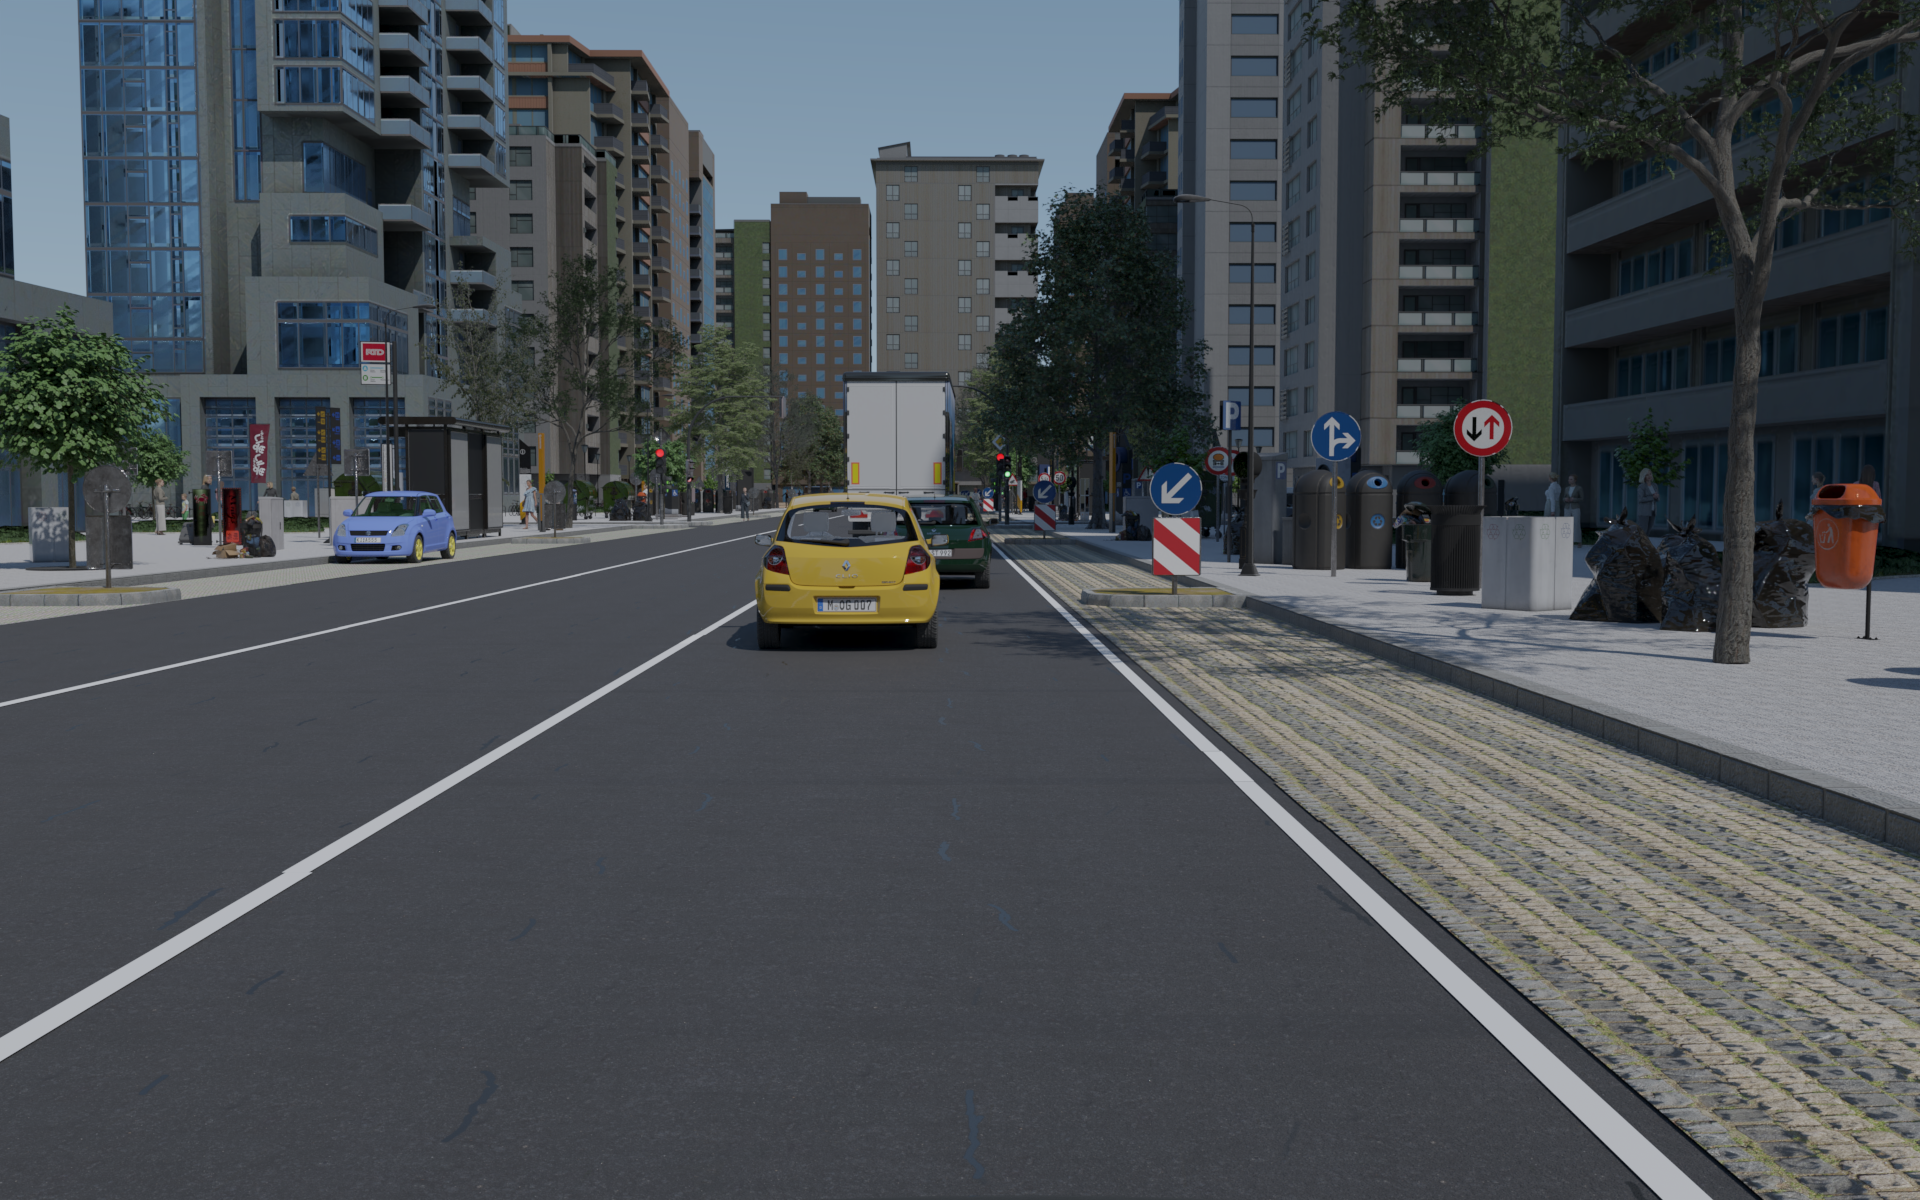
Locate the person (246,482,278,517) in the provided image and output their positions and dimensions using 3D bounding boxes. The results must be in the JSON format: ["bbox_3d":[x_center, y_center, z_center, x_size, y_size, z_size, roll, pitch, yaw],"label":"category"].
[{"bbox_3d":[-28.898,-4.010,71.823,1.509,1.804,0.699,2,4,24],"label":"person"}]

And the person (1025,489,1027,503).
[{"bbox_3d":[8.147,-12.761,214.314,0.705,1.869,1.348,1,4,11],"label":"person"}]

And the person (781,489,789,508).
[{"bbox_3d":[-16.108,-9.421,160.900,1.217,1.723,0.721,2,4,25],"label":"person"}]

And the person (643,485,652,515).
[{"bbox_3d":[-16.591,-5.222,91.640,0.641,1.798,0.478,-3,4,-36],"label":"person"}]

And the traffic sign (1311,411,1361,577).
[{"bbox_3d":[5.797,-1.633,26.798,0.768,2.556,0.104,0,4,3],"label":"traffic sign"}]

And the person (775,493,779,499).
[{"bbox_3d":[-18.386,-10.120,172.980,0.415,1.643,0.593,3,5,43],"label":"person"}]

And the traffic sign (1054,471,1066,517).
[{"bbox_3d":[5.468,-5.826,95.356,0.768,2.556,0.104,0,4,5],"label":"traffic sign"}]

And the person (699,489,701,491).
[{"bbox_3d":[-28.753,-11.348,191.589,0.705,1.824,1.348,-1,4,-14],"label":"person"}]

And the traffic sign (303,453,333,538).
[{"bbox_3d":[-18.670,-3.082,50.397,0.884,2.594,0.081,0,4,2],"label":"traffic sign"}]

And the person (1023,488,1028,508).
[{"bbox_3d":[5.925,-9.300,158.029,0.705,1.831,1.348,1,4,22],"label":"person"}]

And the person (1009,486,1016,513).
[{"bbox_3d":[3.251,-6.635,114.295,0.755,1.850,0.659,-3,5,-40],"label":"person"}]

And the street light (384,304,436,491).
[{"bbox_3d":[-13.493,-4.276,42.461,1.470,5.913,1.316,0,4,-1],"label":"street light"}]

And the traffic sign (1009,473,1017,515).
[{"bbox_3d":[3.292,-6.626,108.334,0.884,2.594,0.081,0,4,6],"label":"traffic sign"}]

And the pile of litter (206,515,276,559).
[{"bbox_3d":[-14.512,-1.280,34.892,1.176,0.858,1.719,2,4,26],"label":"pile of litter"}]

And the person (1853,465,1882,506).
[{"bbox_3d":[16.780,-1.589,32.030,0.555,1.821,0.388,1,4,18],"label":"person"}]

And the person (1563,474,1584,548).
[{"bbox_3d":[14.603,-2.125,41.342,0.362,1.759,0.519,-3,5,-41],"label":"person"}]

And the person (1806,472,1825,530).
[{"bbox_3d":[16.190,-1.569,32.698,0.512,1.701,0.522,-3,5,-41],"label":"person"}]

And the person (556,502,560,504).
[{"bbox_3d":[-19.272,-4.665,82.656,0.374,1.781,0.599,-2,4,-23],"label":"person"}]

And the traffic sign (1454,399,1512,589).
[{"bbox_3d":[7.056,-1.427,23.445,0.768,2.556,0.104,1,4,8],"label":"traffic sign"}]

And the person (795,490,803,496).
[{"bbox_3d":[-21.214,-13.607,228.536,1.348,1.822,0.705,-2,4,-33],"label":"person"}]

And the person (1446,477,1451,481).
[{"bbox_3d":[14.734,-2.806,52.153,0.641,1.798,0.478,2,4,31],"label":"person"}]

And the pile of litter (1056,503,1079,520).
[{"bbox_3d":[5.223,-4.297,84.225,1.176,0.858,1.719,0,4,0],"label":"pile of litter"}]

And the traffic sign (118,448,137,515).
[{"bbox_3d":[-18.385,-2.200,38.100,0.606,2.300,0.079,0,4,3],"label":"traffic sign"}]

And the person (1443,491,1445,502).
[{"bbox_3d":[24.044,-4.858,85.329,0.748,1.841,0.638,-1,4,-12],"label":"person"}]

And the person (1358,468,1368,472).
[{"bbox_3d":[7.736,-1.639,33.188,0.374,1.781,0.599,2,4,26],"label":"person"}]

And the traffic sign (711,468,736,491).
[{"bbox_3d":[-18.391,-8.581,134.174,2.265,3.308,0.079,0,4,5],"label":"traffic sign"}]

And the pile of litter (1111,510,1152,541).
[{"bbox_3d":[4.808,-2.068,47.770,1.719,0.858,1.176,3,5,42],"label":"pile of litter"}]

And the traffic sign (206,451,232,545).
[{"bbox_3d":[-17.444,-2.365,40.801,0.606,2.300,0.079,0,3,0],"label":"traffic sign"}]

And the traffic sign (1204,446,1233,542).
[{"bbox_3d":[6.917,-2.833,46.418,0.768,2.556,0.104,0,4,7],"label":"traffic sign"}]

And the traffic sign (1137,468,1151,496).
[{"bbox_3d":[7.596,-4.280,69.976,0.884,2.594,0.081,0,4,2],"label":"traffic sign"}]

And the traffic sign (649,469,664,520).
[{"bbox_3d":[-15.061,-5.254,86.013,0.768,2.556,0.104,1,4,9],"label":"traffic sign"}]

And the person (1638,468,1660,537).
[{"bbox_3d":[13.798,-1.737,34.626,0.537,1.800,0.526,-1,4,-16],"label":"person"}]

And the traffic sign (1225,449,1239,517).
[{"bbox_3d":[7.728,-3.013,49.372,0.768,2.556,0.104,0,4,2],"label":"traffic sign"}]

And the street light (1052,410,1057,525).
[{"bbox_3d":[3.337,-6.098,72.248,1.470,5.913,1.316,0,4,-1],"label":"street light"}]

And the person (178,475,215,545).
[{"bbox_3d":[-19.475,-2.323,44.246,0.699,1.804,1.509,1,4,12],"label":"person"}]

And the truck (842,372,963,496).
[{"bbox_3d":[-1.389,-3.449,45.302,2.839,4.237,11.283,0,4,1],"label":"truck"}]

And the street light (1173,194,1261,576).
[{"bbox_3d":[4.005,-3.332,27.025,1.470,5.913,1.316,0,4,-1],"label":"street light"}]

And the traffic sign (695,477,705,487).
[{"bbox_3d":[-18.788,-7.628,124.720,0.884,2.594,0.081,0,3,0],"label":"traffic sign"}]

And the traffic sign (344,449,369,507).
[{"bbox_3d":[-13.708,-2.277,39.364,0.606,2.300,0.079,1,4,8],"label":"traffic sign"}]

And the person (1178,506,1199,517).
[{"bbox_3d":[6.466,-2.608,49.033,0.624,1.780,0.694,-3,5,-43],"label":"person"}]

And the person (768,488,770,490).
[{"bbox_3d":[-17.656,-9.403,159.919,0.705,1.807,1.348,-2,4,-29],"label":"person"}]

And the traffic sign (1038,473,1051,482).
[{"bbox_3d":[5.048,-6.326,103.541,0.768,2.556,0.104,0,4,5],"label":"traffic sign"}]

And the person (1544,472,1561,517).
[{"bbox_3d":[13.871,-2.085,40.356,0.478,1.798,0.641,-2,4,-32],"label":"person"}]

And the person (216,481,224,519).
[{"bbox_3d":[-30.792,-4.053,72.325,0.555,1.821,0.388,0,4,7],"label":"person"}]

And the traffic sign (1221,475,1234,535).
[{"bbox_3d":[8.347,-3.212,54.639,0.606,2.300,0.079,0,4,-1],"label":"traffic sign"}]

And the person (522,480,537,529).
[{"bbox_3d":[-15.713,-3.496,63.289,0.616,1.811,0.778,3,4,38],"label":"person"}]

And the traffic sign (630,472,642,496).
[{"bbox_3d":[-18.421,-6.019,98.523,0.768,2.556,0.104,0,4,6],"label":"traffic sign"}]
